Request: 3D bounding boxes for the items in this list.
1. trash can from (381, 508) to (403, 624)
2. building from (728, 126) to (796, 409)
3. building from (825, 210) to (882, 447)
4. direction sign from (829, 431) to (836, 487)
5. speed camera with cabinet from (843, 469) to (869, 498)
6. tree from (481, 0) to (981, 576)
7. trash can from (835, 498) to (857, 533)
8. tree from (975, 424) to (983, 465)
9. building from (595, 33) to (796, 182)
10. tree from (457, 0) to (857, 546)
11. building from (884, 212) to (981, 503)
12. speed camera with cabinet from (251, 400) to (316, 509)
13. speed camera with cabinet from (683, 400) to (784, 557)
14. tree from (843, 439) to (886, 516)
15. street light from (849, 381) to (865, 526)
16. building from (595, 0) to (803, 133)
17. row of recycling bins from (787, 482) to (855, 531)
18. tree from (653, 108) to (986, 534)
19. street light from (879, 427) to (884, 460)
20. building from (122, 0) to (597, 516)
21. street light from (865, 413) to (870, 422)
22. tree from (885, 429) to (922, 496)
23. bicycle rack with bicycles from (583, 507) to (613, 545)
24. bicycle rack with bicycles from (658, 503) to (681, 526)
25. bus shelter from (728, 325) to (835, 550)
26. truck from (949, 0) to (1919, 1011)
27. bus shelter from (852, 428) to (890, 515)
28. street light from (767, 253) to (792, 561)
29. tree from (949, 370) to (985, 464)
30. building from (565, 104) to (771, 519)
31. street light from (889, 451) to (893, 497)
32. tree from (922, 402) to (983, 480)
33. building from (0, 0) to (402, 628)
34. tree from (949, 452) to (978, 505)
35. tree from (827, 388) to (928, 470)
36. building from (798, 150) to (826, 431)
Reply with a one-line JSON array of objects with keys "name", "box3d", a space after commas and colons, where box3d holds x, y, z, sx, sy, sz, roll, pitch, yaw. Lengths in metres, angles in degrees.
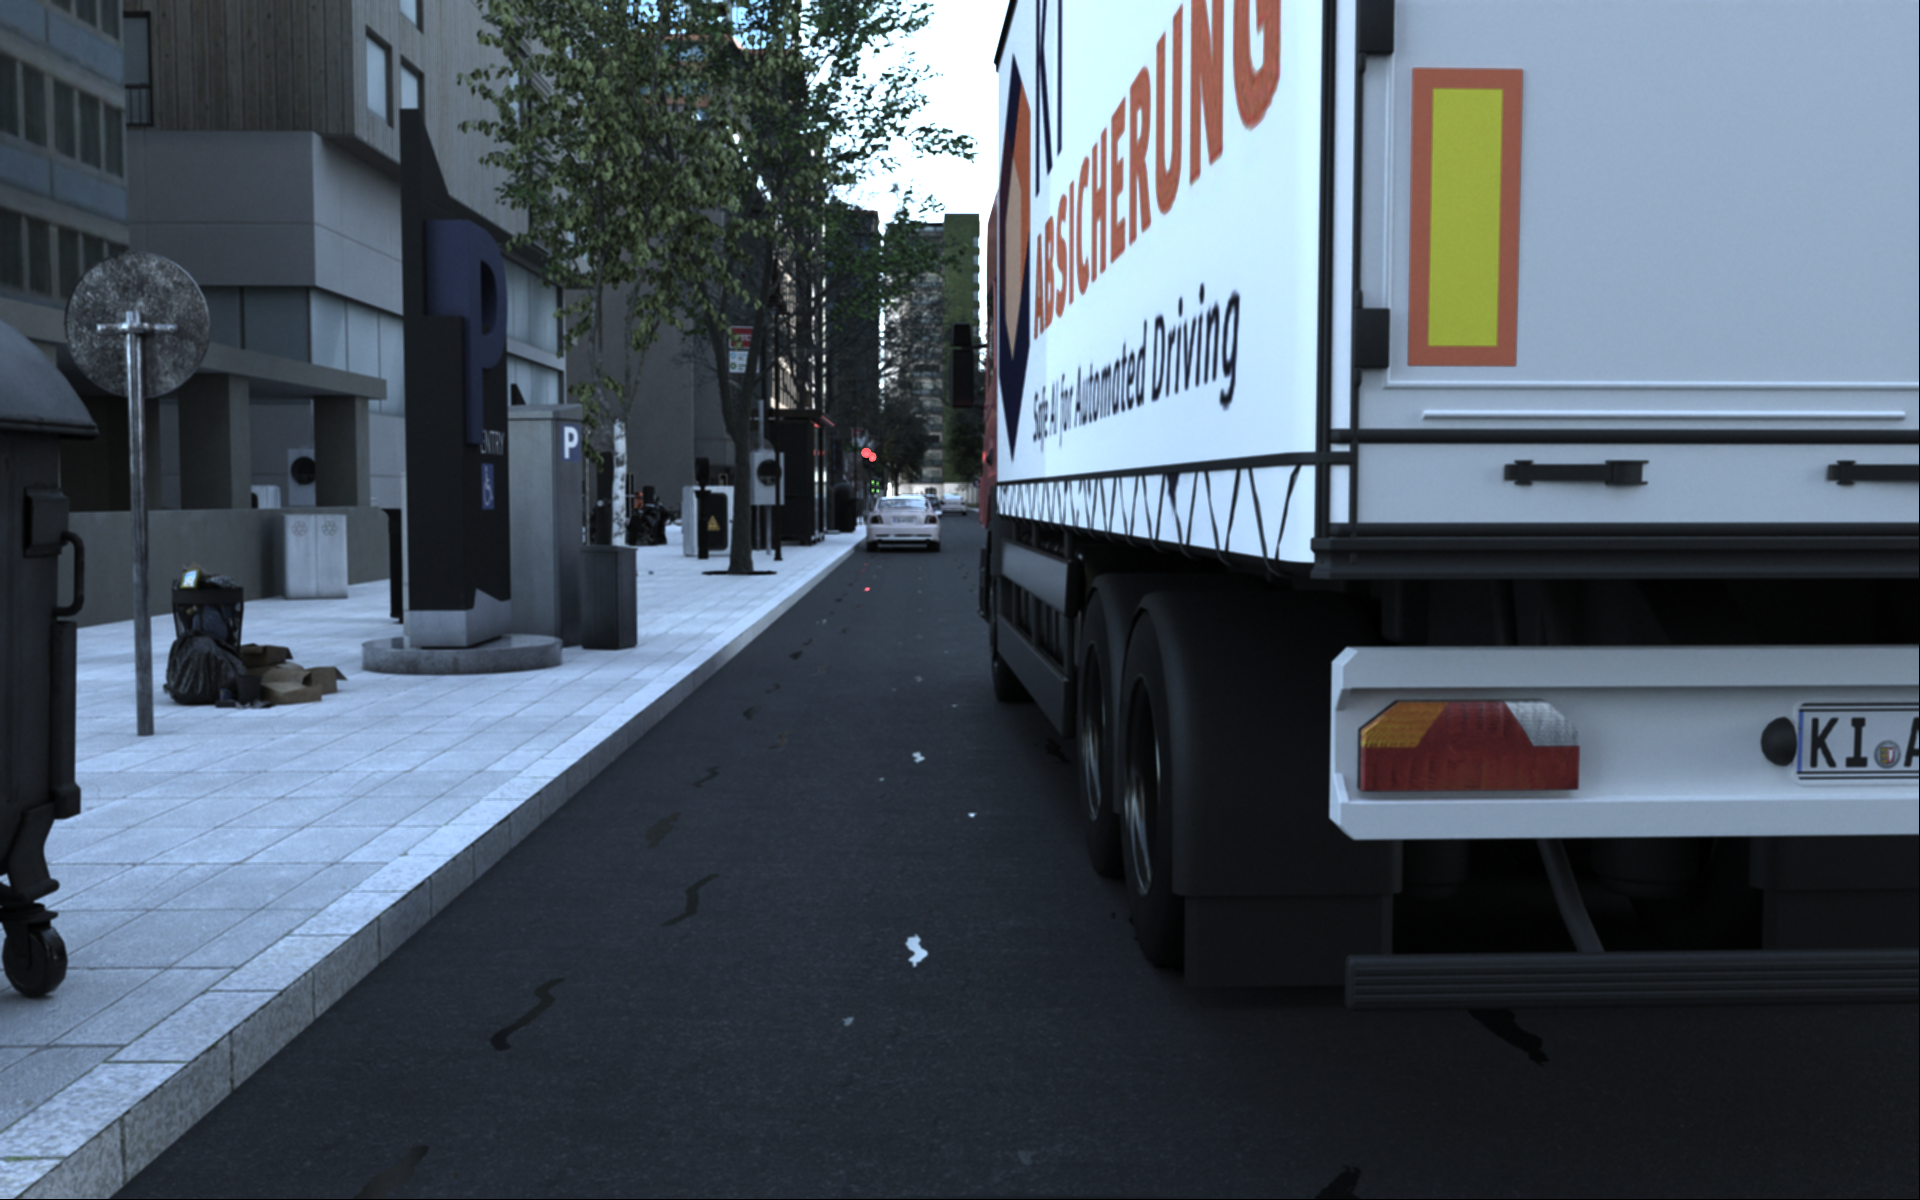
[{"name": "trash can", "box3d": [-5.372, -0.344, 17.279, 0.748, 1.137, 0.748, 0, 3, 0]}, {"name": "building", "box3d": [-23.588, -20.152, 133.999, 19.350, 26.468, 34.151, 0, 4, -1]}, {"name": "building", "box3d": [-26.106, -36.822, 256.656, 28.867, 44.769, 22.147, 0, 4, -1]}, {"name": "direction sign", "box3d": [-4.623, -4.331, 62.806, 0.379, 3.537, 0.876, -1, 4, -20]}, {"name": "speed camera with cabinet", "box3d": [-5.802, -5.973, 91.995, 2.038, 3.252, 0.660, 2, 4, 32]}, {"name": "tree", "box3d": [-3.541, -6.203, 27.169, 9.928, 11.665, 9.643, 0, 3, 0]}, {"name": "trash can", "box3d": [-3.796, -2.826, 57.851, 0.748, 1.137, 0.748, 0, 3, 0]}, {"name": "tree", "box3d": [3.079, -11.433, 137.292, 4.737, 8.622, 4.395, 0, 3, 0]}, {"name": "building", "box3d": [-26.022, -31.417, 168.290, 22.147, 44.769, 28.867, 0, 4, -1]}, {"name": "tree", "box3d": [-3.443, -4.148, 18.186, 4.737, 8.622, 4.395, 0, 3, 0]}, {"name": "building", "box3d": [-4.152, -34.837, 253.175, 14.086, 41.232, 14.154, 0, 4, -1]}, {"name": "speed camera with cabinet", "box3d": [-13.289, -2.404, 33.639, 2.038, 3.252, 0.660, 0, 4, 2]}, {"name": "speed camera with cabinet", "box3d": [-4.693, -2.543, 35.913, 2.038, 3.252, 0.660, -2, 4, -27]}, {"name": "tree", "box3d": [-6.029, -7.209, 101.581, 4.285, 4.588, 4.351, 0, 3, 0]}, {"name": "street light", "box3d": [-4.195, -5.908, 69.378, 0.468, 5.910, 1.993, 0, 4, -1]}, {"name": "building", "box3d": [-31.147, -54.895, 210.197, 31.000, 86.520, 22.319, 0, 4, -1]}, {"name": "row of recycling bins", "box3d": [-5.227, -3.285, 60.828, 3.534, 1.692, 1.069, -2, 4, -35]}, {"name": "tree", "box3d": [-4.585, -8.871, 55.407, 12.009, 13.543, 11.850, 0, 3, 0]}, {"name": "street light", "box3d": [-5.310, -8.791, 116.527, 0.468, 5.910, 1.993, 0, 4, -1]}, {"name": "building", "box3d": [-25.714, -28.039, 47.674, 27.495, 52.752, 28.713, 0, 4, -1]}, {"name": "street light", "box3d": [-4.442, -6.588, 80.493, 0.468, 5.910, 1.993, 0, 4, -1]}, {"name": "tree", "box3d": [-7.640, -18.270, 216.834, 7.486, 12.596, 7.792, 0, 3, 0]}, {"name": "bicycle rack with bicycles", "box3d": [-9.771, -1.676, 40.790, 2.925, 0.926, 2.852, 2, 4, 27]}, {"name": "bicycle rack with bicycles", "box3d": [-11.378, -3.496, 70.536, 2.925, 0.926, 2.852, 1, 4, 21]}, {"name": "bus shelter", "box3d": [-4.486, -4.058, 43.978, 2.179, 5.291, 8.768, 0, 4, -1]}, {"name": "truck", "box3d": [1.549, -1.203, 8.590, 2.839, 4.237, 11.283, 0, 4, -3]}, {"name": "bus shelter", "box3d": [-5.554, -7.986, 108.205, 2.179, 5.291, 8.768, 0, 4, -1]}, {"name": "street light", "box3d": [-3.520, -3.703, 33.340, 0.468, 5.910, 1.993, 0, 4, -1]}, {"name": "tree", "box3d": [2.716, -10.748, 110.140, 7.601, 10.594, 8.767, 0, 4, 5]}, {"name": "building", "box3d": [-19.388, -17.291, 101.778, 14.314, 24.678, 30.058, 0, 4, -1]}, {"name": "street light", "box3d": [-6.080, -10.995, 152.563, 0.468, 5.910, 1.993, 0, 4, -1]}, {"name": "tree", "box3d": [1.735, -14.816, 160.370, 7.486, 12.596, 7.792, 0, 3, 0]}, {"name": "building", "box3d": [-24.623, -20.020, 19.209, 32.217, 40.220, 23.993, 0, 4, -1]}, {"name": "tree", "box3d": [0.880, -16.213, 215.441, 4.360, 8.622, 3.978, 0, 3, 0]}, {"name": "tree", "box3d": [-6.881, -12.950, 146.143, 8.767, 10.594, 7.601, -1, 4, -14]}, {"name": "building", "box3d": [-22.197, -31.008, 190.577, 14.154, 41.232, 14.086, 0, 4, -1]}]
